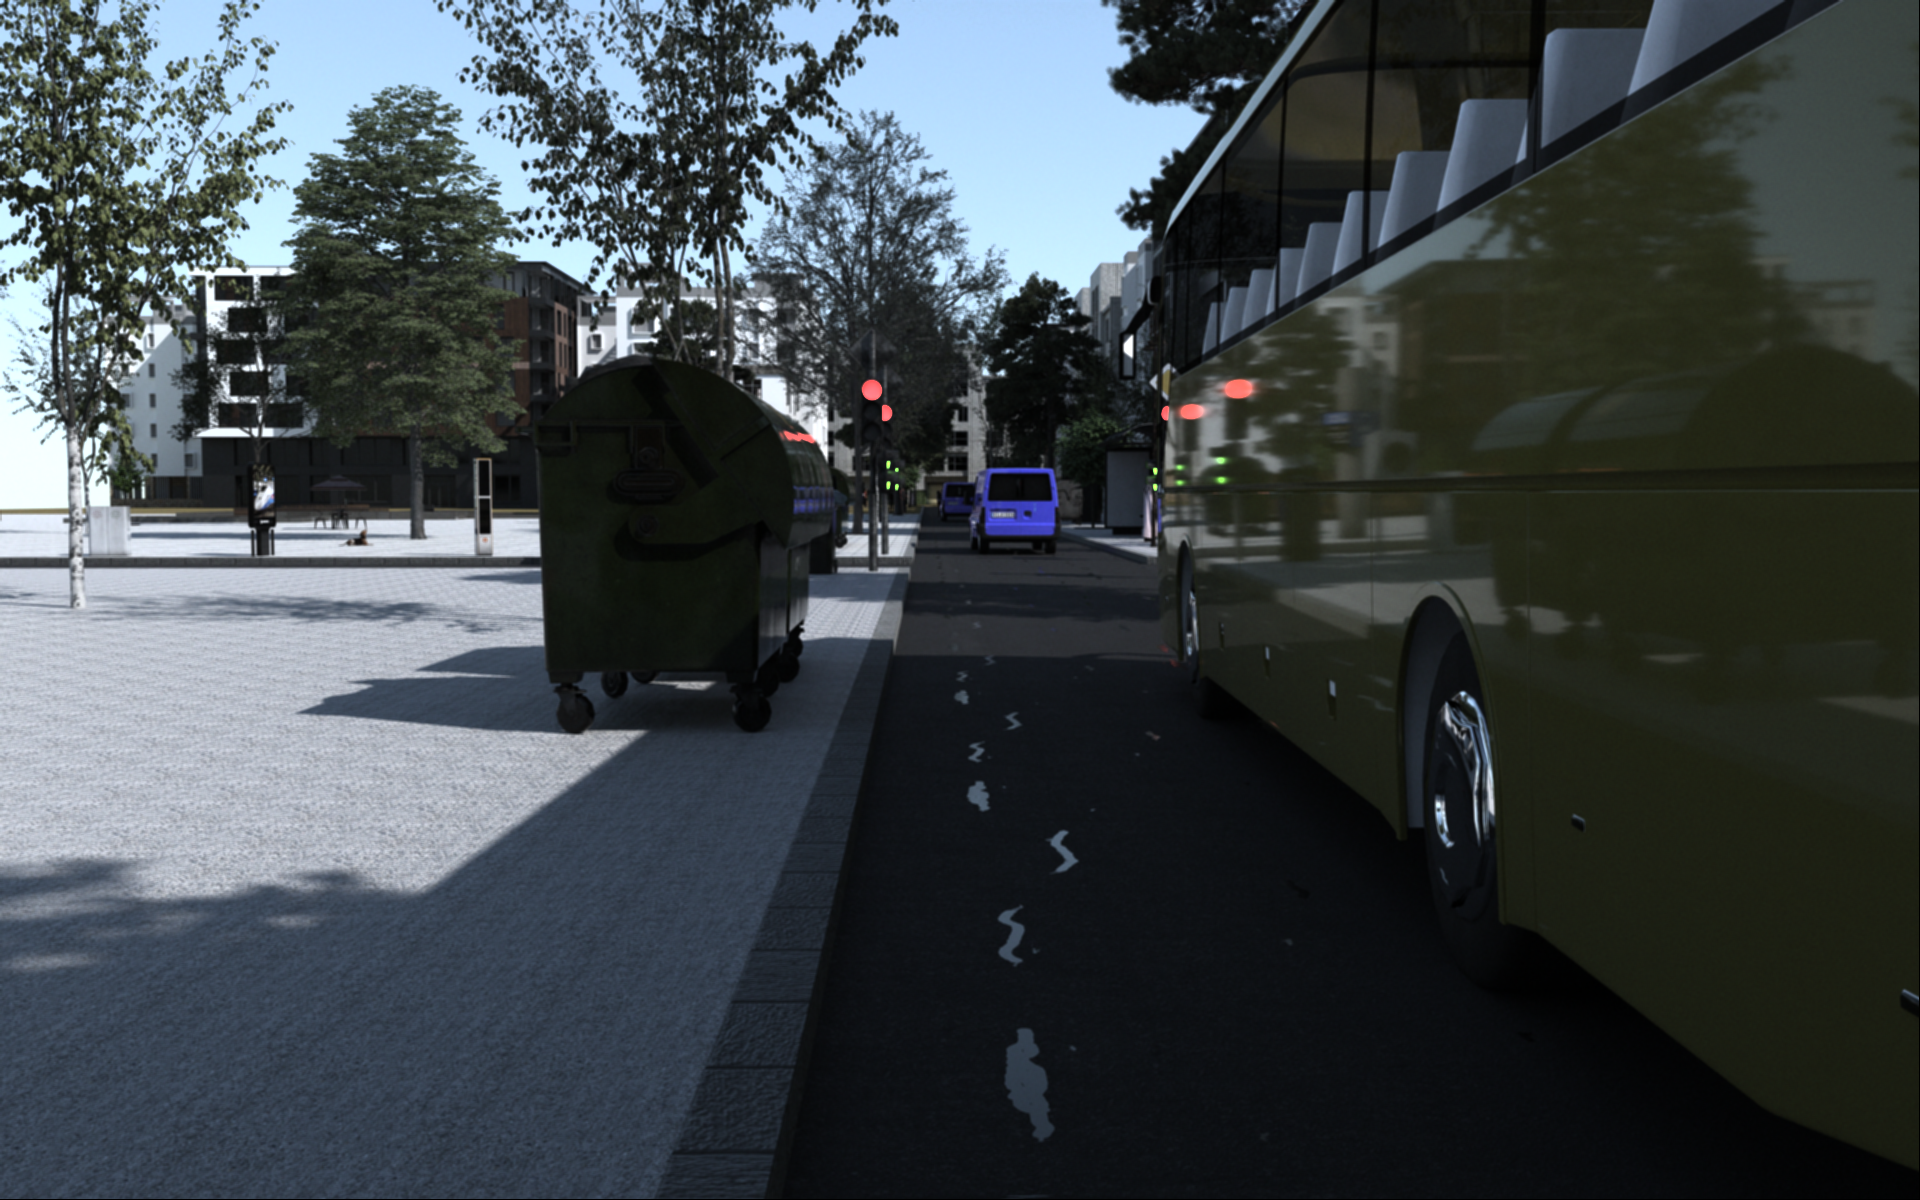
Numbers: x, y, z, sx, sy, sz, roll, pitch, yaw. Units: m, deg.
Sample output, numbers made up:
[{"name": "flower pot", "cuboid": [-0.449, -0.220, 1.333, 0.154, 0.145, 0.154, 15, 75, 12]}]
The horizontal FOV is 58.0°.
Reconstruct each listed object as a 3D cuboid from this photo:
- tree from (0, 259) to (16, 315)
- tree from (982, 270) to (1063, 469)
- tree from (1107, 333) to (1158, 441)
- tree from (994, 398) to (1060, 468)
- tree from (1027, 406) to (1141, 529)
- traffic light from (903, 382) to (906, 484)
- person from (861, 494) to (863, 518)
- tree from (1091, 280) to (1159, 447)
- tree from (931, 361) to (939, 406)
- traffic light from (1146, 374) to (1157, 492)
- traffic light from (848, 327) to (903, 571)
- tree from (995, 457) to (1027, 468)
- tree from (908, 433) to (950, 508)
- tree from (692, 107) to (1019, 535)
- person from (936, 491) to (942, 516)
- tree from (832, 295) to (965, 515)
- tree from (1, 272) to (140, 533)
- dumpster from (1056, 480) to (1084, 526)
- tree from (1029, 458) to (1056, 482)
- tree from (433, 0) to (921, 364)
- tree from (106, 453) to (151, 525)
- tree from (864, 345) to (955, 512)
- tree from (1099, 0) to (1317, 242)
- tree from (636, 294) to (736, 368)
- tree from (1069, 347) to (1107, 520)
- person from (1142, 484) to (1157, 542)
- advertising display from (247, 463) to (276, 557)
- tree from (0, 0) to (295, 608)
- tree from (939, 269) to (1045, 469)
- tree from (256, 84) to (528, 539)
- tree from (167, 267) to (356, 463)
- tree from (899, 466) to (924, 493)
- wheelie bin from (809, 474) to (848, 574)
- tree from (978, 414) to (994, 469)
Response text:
[{"name": "tree", "cuboid": [-30.537, -8.271, 45.595, 12.009, 13.543, 11.850, 0, 3, 0]}, {"name": "tree", "cuboid": [5.154, -11.637, 97.694, 7.806, 13.903, 7.818, 0, 3, 0]}, {"name": "tree", "cuboid": [9.267, -7.632, 75.148, 4.737, 8.622, 4.395, 0, 3, 0]}, {"name": "tree", "cuboid": [4.284, -9.486, 105.465, 4.360, 8.622, 3.978, 0, 3, 0]}, {"name": "tree", "cuboid": [5.028, -4.926, 64.251, 4.285, 4.588, 4.351, 0, 3, 0]}, {"name": "traffic light", "cuboid": [-1.576, -2.901, 36.670, 0.839, 4.213, 0.868, 0, 4, -1]}, {"name": "person", "cuboid": [-5.310, -5.074, 91.058, 0.516, 1.574, 0.319, -1, 4, -22]}, {"name": "tree", "cuboid": [6.782, -6.551, 57.469, 4.360, 8.622, 3.978, 0, 3, 0]}, {"name": "tree", "cuboid": [-3.084, -7.242, 68.776, 4.360, 8.622, 3.978, 0, 3, 0]}, {"name": "traffic light", "cuboid": [4.384, -2.909, 36.799, 0.839, 4.213, 0.868, 0, 4, -1]}, {"name": "traffic light", "cuboid": [-1.425, -2.412, 28.687, 0.839, 4.213, 0.868, 0, 4, -1]}, {"name": "tree", "cuboid": [4.080, -9.159, 133.457, 4.285, 4.588, 4.351, 0, 3, 0]}, {"name": "tree", "cuboid": [-4.399, -13.896, 161.618, 7.601, 10.594, 8.767, 1, 4, 13]}, {"name": "tree", "cuboid": [-3.094, -8.811, 54.430, 12.009, 13.543, 11.850, 0, 3, 0]}, {"name": "person", "cuboid": [-1.241, -6.205, 111.405, 0.517, 1.644, 0.566, -1, 4, -20]}, {"name": "tree", "cuboid": [-4.006, -12.033, 104.165, 7.806, 13.903, 7.818, 0, 3, 0]}, {"name": "tree", "cuboid": [-28.568, -6.469, 56.138, 4.360, 8.622, 3.978, 0, 3, 0]}, {"name": "dumpster", "cuboid": [4.405, -3.993, 71.037, 1.264, 1.857, 1.865, 0, 4, -1]}, {"name": "tree", "cuboid": [4.116, -5.918, 91.366, 1.663, 3.219, 1.824, 0, 3, 0]}, {"name": "tree", "cuboid": [-2.553, -4.027, 16.206, 4.360, 8.622, 3.978, 0, 3, 0]}, {"name": "tree", "cuboid": [-34.129, -4.679, 71.110, 1.663, 3.219, 1.824, 0, 3, 0]}, {"name": "tree", "cuboid": [-3.767, -12.599, 124.121, 7.486, 12.596, 7.792, 0, 3, 0]}, {"name": "tree", "cuboid": [5.377, -6.888, 20.050, 7.806, 13.903, 7.818, 0, 3, 0]}, {"name": "tree", "cuboid": [-14.564, -10.565, 94.796, 6.751, 12.117, 7.091, 0, 3, 0]}, {"name": "tree", "cuboid": [7.391, -8.306, 86.170, 4.737, 8.622, 4.395, 0, 3, 0]}, {"name": "person", "cuboid": [5.143, -2.435, 46.522, 0.621, 1.740, 0.551, -3, 4, -37]}, {"name": "advertising display", "cuboid": [-14.447, -1.874, 35.852, 0.123, 1.923, 0.974, 0, 4, 4]}, {"name": "tree", "cuboid": [-9.733, -4.221, 19.382, 4.737, 8.622, 4.395, 0, 3, 0]}, {"name": "tree", "cuboid": [1.794, -17.785, 146.673, 12.611, 20.169, 13.585, 0, 3, 0]}, {"name": "tree", "cuboid": [-15.744, -7.984, 48.670, 7.486, 12.596, 7.792, 0, 3, 0]}, {"name": "tree", "cuboid": [-28.733, -8.346, 70.866, 7.601, 10.594, 8.767, 0, 4, 4]}, {"name": "tree", "cuboid": [-4.422, -9.336, 136.358, 4.285, 4.588, 4.351, 0, 3, 0]}, {"name": "wheelie bin", "cuboid": [-2.289, -1.220, 27.860, 0.980, 1.594, 0.693, 0, 4, 3]}, {"name": "tree", "cuboid": [3.484, -12.798, 159.611, 4.360, 8.622, 3.978, 0, 3, 0]}]
